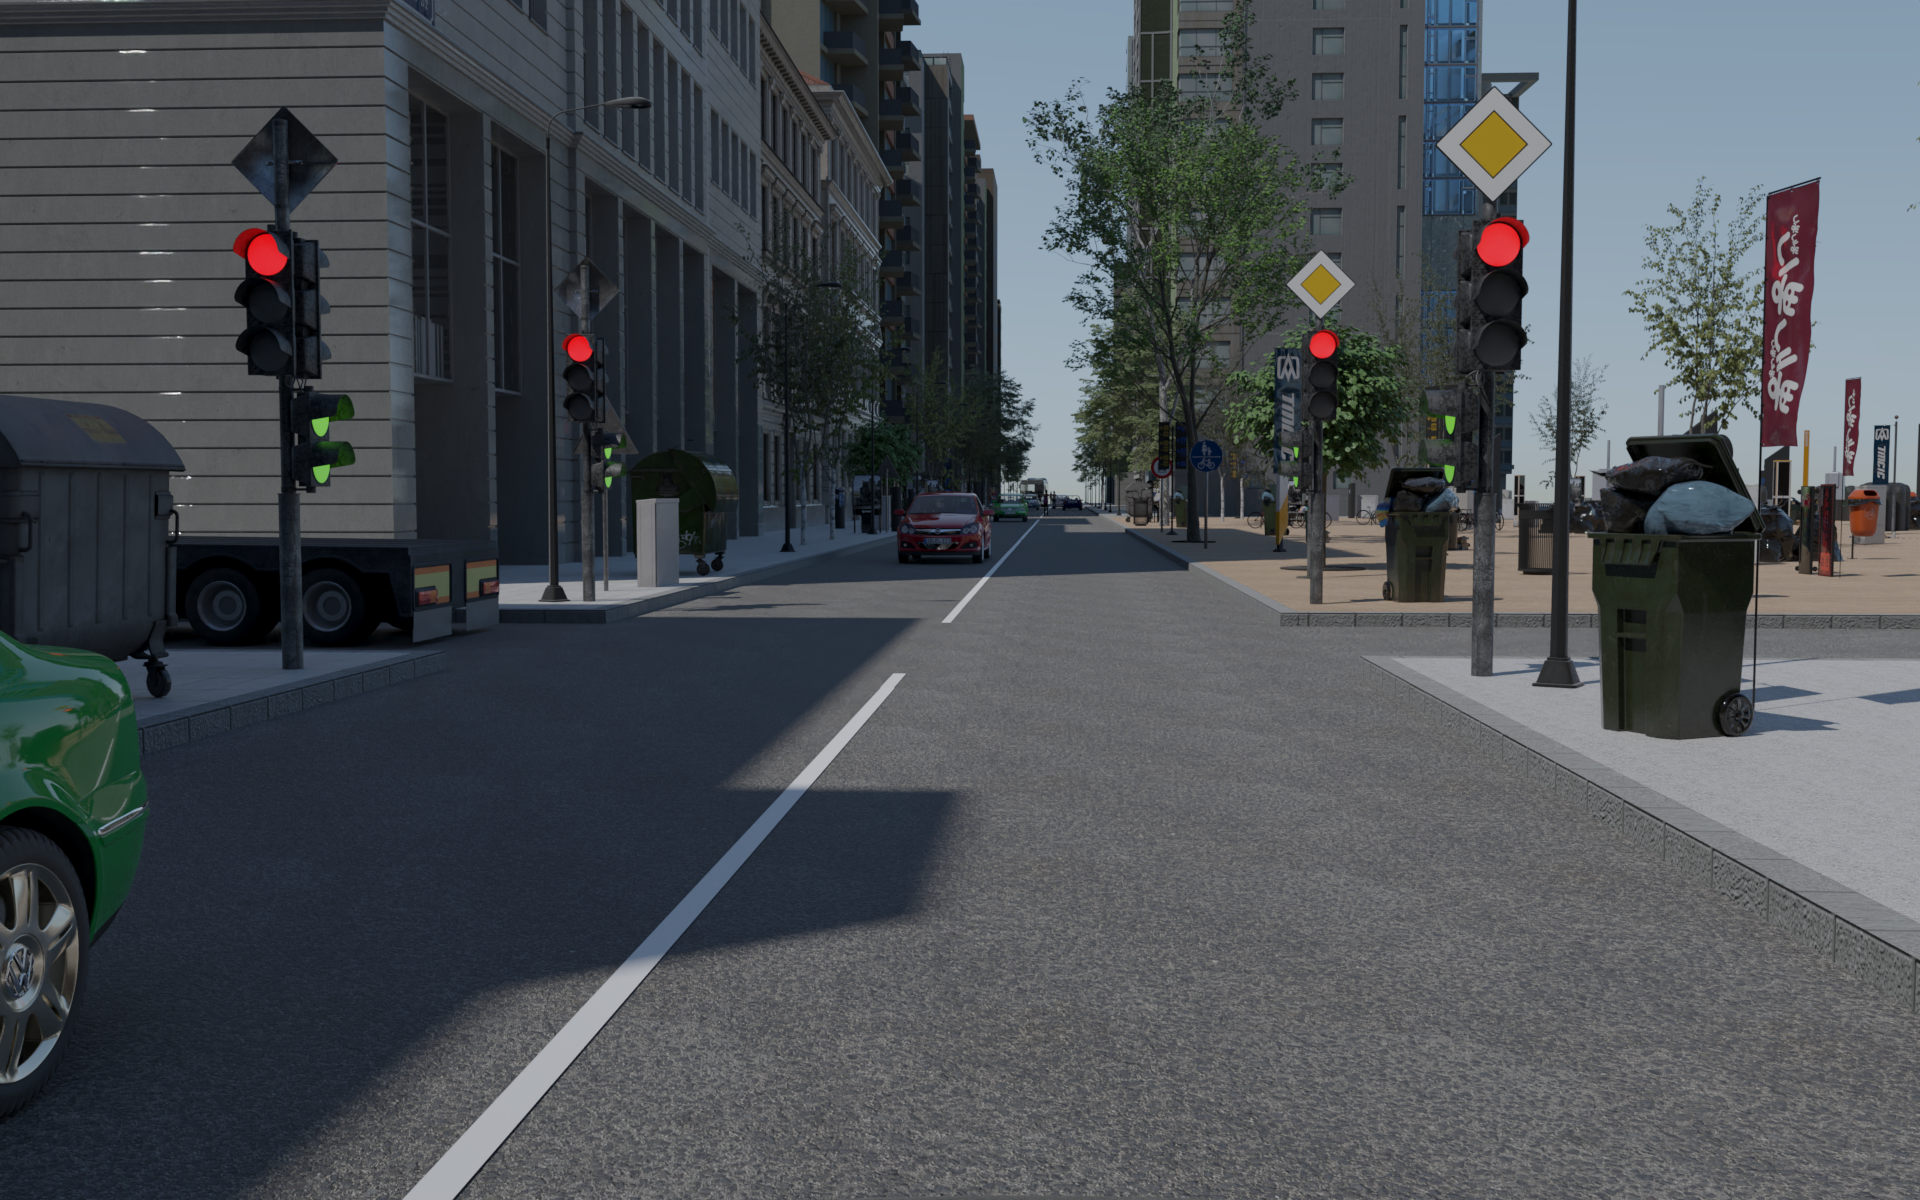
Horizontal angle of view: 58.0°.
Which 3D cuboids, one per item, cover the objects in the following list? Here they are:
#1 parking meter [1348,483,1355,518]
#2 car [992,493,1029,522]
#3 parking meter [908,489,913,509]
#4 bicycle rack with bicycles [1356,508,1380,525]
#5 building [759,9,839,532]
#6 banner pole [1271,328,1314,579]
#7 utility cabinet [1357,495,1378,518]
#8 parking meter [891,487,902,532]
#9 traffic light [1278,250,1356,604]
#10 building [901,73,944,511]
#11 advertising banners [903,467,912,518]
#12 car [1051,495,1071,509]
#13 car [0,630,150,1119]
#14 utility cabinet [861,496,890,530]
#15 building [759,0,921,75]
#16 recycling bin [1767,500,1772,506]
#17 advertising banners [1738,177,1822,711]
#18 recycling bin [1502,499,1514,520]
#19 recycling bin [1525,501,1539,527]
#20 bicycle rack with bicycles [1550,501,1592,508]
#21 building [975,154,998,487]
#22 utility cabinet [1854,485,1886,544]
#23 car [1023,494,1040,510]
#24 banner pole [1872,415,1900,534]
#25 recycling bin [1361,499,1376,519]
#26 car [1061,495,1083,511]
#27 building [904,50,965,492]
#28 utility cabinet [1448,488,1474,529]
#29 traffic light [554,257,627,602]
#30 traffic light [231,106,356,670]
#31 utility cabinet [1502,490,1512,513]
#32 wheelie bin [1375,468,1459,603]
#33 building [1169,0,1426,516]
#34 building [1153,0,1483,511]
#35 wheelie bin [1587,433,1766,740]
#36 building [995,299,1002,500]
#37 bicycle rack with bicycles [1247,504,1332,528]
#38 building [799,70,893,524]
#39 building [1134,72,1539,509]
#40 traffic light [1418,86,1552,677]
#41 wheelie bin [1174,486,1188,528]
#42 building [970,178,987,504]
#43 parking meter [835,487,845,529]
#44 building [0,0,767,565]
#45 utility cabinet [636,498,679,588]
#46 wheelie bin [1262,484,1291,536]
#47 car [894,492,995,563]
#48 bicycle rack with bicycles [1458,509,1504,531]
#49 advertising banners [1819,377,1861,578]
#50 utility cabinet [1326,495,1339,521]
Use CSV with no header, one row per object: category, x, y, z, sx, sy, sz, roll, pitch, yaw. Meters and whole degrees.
parking meter,20.703,-5.250,91.549,0.255,1.863,0.399,-1,4,-9
car,2.635,-4.977,90.165,1.959,1.807,4.718,0,4,3
parking meter,-2.356,-4.646,84.380,0.372,1.533,0.369,0,3,0
bicycle rack with bicycles,17.843,-3.557,71.543,2.925,0.926,2.852,1,4,20
building,-10.909,-12.165,63.530,10.561,19.102,19.286,0,4,3
banner pole,5.100,-2.213,26.203,0.863,3.779,0.401,-1,4,-16
utility cabinet,21.610,-4.931,91.783,1.020,1.237,0.306,2,4,25
parking meter,-2.167,-3.109,59.236,0.372,1.533,0.369,0,3,0
traffic light,4.135,-1.906,20.084,0.839,4.253,0.868,0,4,3
building,-17.151,-27.283,137.950,32.217,40.220,23.993,0,4,3
advertising banners,-2.837,-5.968,93.770,0.090,3.025,2.074,-1,4,-13
car,9.860,-9.518,167.985,2.083,1.381,4.827,0,4,3
car,-3.081,0.377,2.638,1.959,1.807,4.718,0,4,2
utility cabinet,-2.988,-3.068,61.318,1.020,1.237,0.306,0,4,8
building,-14.089,-27.876,110.396,22.147,44.769,28.867,0,4,3
recycling bin,36.197,-4.009,78.106,0.722,1.027,0.722,-2,4,-33
advertising banners,4.641,-0.885,10.665,0.090,3.025,2.074,0,4,-5
recycling bin,27.564,-4.521,86.473,0.722,1.027,0.722,3,5,39
recycling bin,22.138,-3.356,67.423,0.722,1.027,0.722,1,4,19
bicycle rack with bicycles,30.882,-4.522,87.316,2.852,0.926,2.925,2,4,30
building,-2.143,-35.613,232.388,14.600,45.320,14.200,0,4,3
utility cabinet,23.177,-2.169,44.143,1.173,1.500,0.318,-3,5,-40
car,6.166,-8.722,154.604,2.014,1.417,4.499,0,4,2
banner pole,29.510,-3.984,55.162,0.863,3.779,0.401,3,4,36
recycling bin,21.422,-4.787,90.820,0.722,1.027,0.722,1,4,13
car,9.818,-8.494,151.458,1.945,1.354,3.894,0,4,3
building,-6.998,-28.915,156.360,14.154,41.232,14.086,0,4,3
utility cabinet,18.046,-3.301,62.645,0.318,1.500,1.173,-2,4,-25
traffic light,-4.412,-1.936,20.570,0.839,4.253,0.868,0,4,3
traffic light,-4.882,-1.448,12.598,0.839,4.253,0.868,0,4,3
utility cabinet,27.878,-4.865,88.221,0.318,1.500,1.173,2,4,27
wheelie bin,5.469,-0.778,20.621,0.980,1.594,0.693,0,4,-4
building,19.819,-25.790,105.269,14.154,41.232,14.086,0,4,3
building,25.699,-49.750,126.081,22.319,86.520,31.000,0,4,3
wheelie bin,3.822,-0.084,9.274,0.693,1.594,0.980,-2,4,-24
building,-1.331,-29.094,247.390,14.160,30.474,14.107,0,4,3
bicycle rack with bicycles,12.519,-3.158,65.020,2.925,0.926,2.852,2,4,26
building,-10.015,-15.133,83.587,11.583,22.565,21.152,0,4,3
building,32.027,-28.302,154.615,32.217,40.220,23.993,0,4,3
traffic light,3.665,-1.418,12.112,0.839,4.253,0.868,0,4,3
wheelie bin,8.571,-3.558,66.088,0.980,1.594,0.693,-2,4,-35
building,-3.967,-32.715,218.480,14.154,41.232,14.086,0,4,3
parking meter,-4.448,-3.405,64.088,0.372,1.533,0.369,0,3,0
building,-12.263,-15.924,37.850,11.434,29.767,29.804,0,4,3
utility cabinet,-4.231,-0.801,24.252,0.306,1.237,1.020,1,4,9
wheelie bin,9.722,-2.785,53.436,0.980,1.594,0.693,-2,4,-33
car,-0.303,-1.726,37.261,2.155,1.783,4.494,0,4,4
bicycle rack with bicycles,17.863,-2.897,60.747,2.925,0.926,2.852,-1,4,-22
advertising banners,13.486,-1.879,26.912,0.090,3.025,2.074,0,4,4
utility cabinet,17.679,-4.376,82.713,1.020,1.237,0.306,-3,5,-41
